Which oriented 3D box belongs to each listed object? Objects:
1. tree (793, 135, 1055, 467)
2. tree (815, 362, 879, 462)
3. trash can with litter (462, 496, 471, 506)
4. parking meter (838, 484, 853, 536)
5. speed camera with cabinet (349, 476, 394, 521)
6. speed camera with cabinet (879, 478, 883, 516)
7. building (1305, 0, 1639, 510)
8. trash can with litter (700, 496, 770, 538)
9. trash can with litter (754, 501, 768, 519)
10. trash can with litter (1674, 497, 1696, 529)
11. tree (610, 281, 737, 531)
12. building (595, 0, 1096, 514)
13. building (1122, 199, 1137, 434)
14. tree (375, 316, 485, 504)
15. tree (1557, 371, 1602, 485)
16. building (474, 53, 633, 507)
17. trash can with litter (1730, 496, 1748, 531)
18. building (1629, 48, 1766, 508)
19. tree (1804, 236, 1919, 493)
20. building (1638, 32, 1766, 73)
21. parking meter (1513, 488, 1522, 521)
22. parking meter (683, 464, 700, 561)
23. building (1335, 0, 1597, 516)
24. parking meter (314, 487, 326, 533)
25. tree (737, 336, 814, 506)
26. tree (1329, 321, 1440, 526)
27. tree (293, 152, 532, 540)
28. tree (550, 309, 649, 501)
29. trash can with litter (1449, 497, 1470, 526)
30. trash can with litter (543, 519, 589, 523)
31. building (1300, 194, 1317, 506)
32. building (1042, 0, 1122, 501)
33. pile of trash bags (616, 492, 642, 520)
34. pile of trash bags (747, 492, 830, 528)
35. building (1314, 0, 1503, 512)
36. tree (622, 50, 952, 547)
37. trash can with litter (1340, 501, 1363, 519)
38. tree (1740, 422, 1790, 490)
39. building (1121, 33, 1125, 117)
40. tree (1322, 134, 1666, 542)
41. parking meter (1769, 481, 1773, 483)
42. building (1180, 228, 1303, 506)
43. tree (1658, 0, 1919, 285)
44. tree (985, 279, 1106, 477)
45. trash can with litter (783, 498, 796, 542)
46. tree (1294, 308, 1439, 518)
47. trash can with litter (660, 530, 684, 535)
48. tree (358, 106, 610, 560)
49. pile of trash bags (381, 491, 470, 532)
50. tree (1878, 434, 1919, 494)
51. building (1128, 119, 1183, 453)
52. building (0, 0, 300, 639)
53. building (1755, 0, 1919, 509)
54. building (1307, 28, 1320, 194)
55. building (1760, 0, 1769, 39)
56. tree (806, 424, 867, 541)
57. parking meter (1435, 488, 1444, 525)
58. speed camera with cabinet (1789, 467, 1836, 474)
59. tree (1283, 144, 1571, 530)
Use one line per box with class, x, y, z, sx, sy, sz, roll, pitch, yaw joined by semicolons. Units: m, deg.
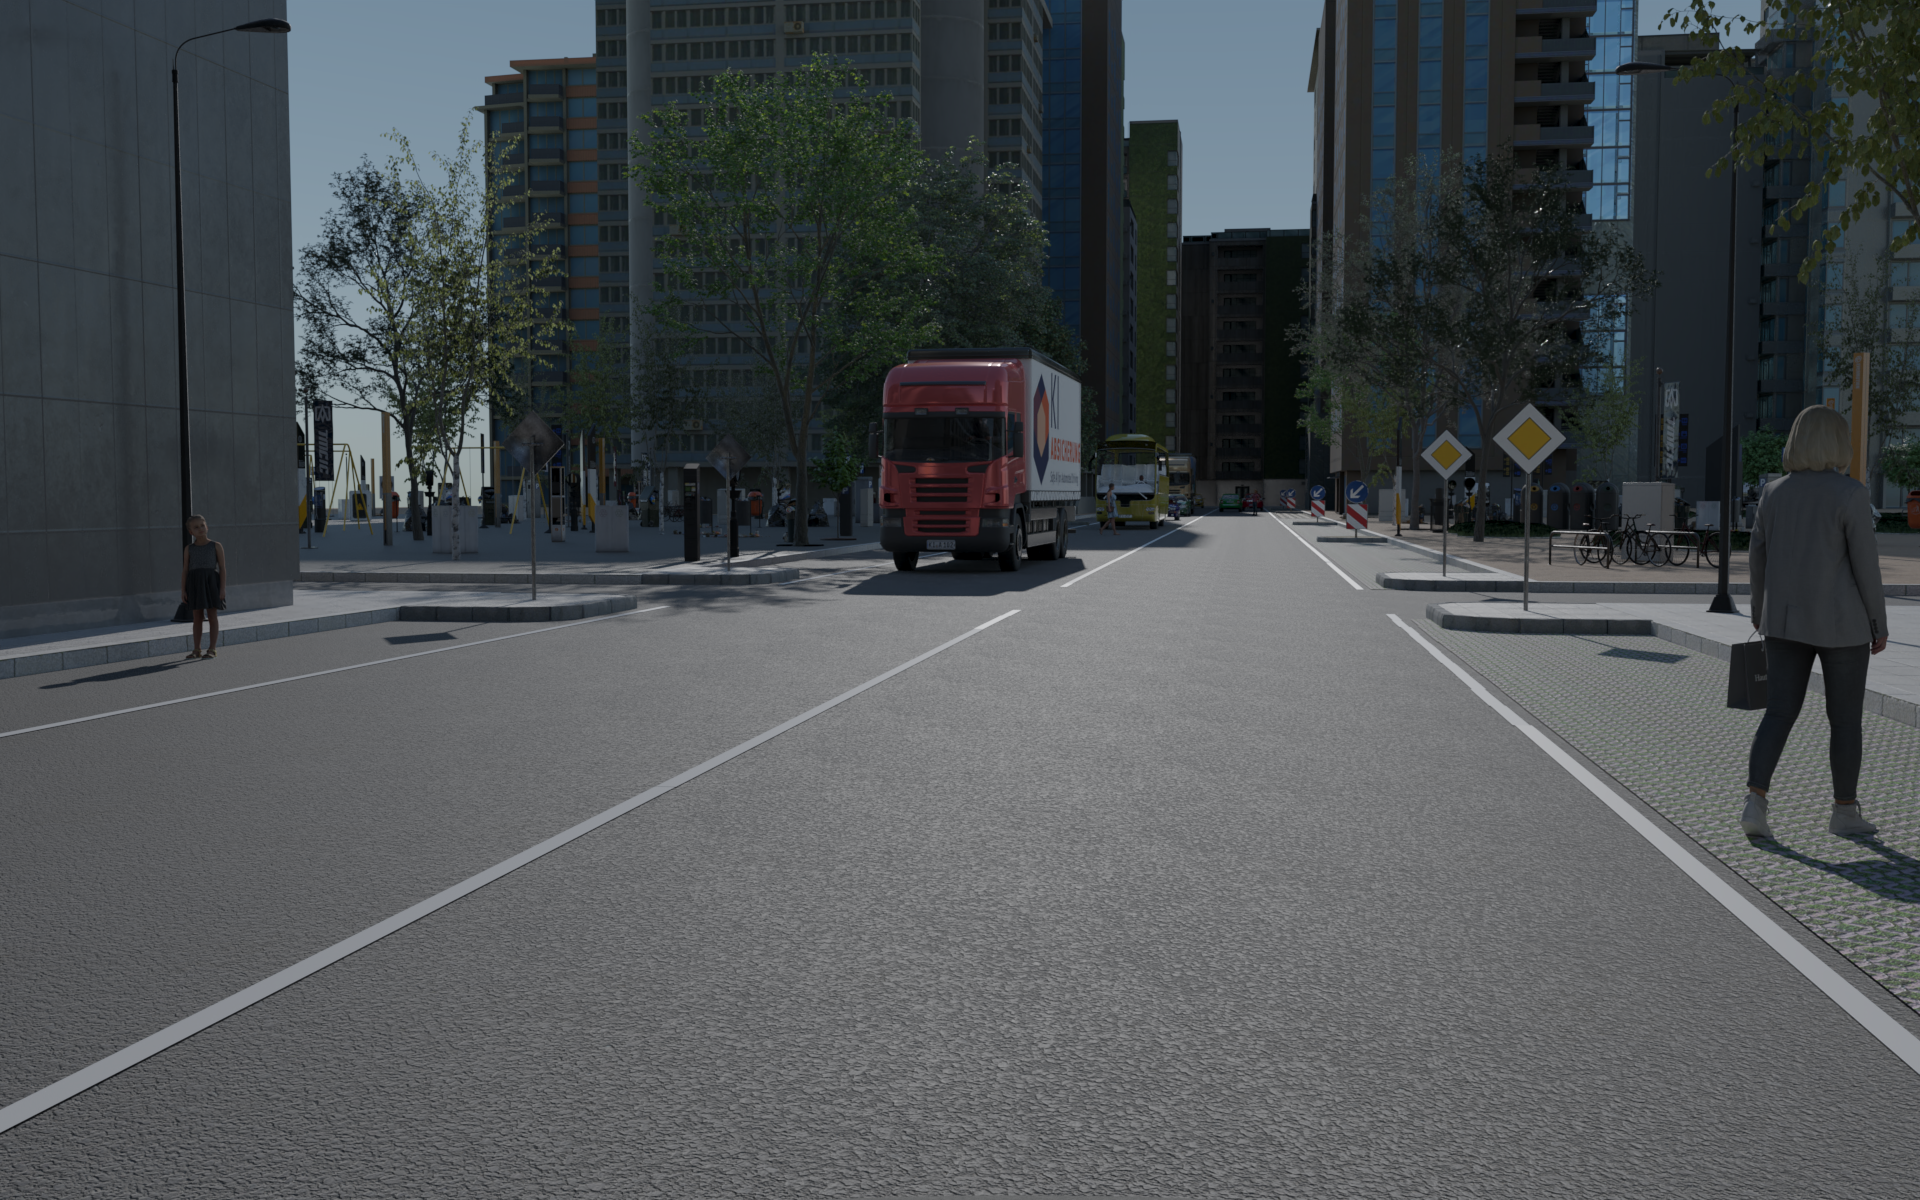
tree;-1.262;-9.516;62.244;9.857;13.997;8.962;0;3;0
tree;-5.755;-8.589;90.796;4.737;8.622;4.395;0;3;0
trash can with litter;-25.968;-4.805;89.621;2.233;1.210;1.678;-2;4;-34
parking meter;-3.490;-2.880;52.795;0.399;1.863;0.255;0;4;8
speed camera with cabinet;-28.065;-5.398;82.589;2.038;3.252;0.660;-1;4;-22
speed camera with cabinet;-3.696;-6.249;96.499;0.660;3.252;2.038;-3;5;-40
building;38.101;-49.931;129.048;22.319;86.520;31.000;1;4;9
trash can with litter;-6.847;-2.476;51.532;2.233;1.210;1.678;0;4;3
trash can with litter;-10.092;-4.734;88.785;1.055;1.170;0.624;1;4;12
trash can with litter;26.835;-3.214;63.928;1.055;1.170;0.624;0;4;-4
tree;-10.423;-6.740;60.556;4.360;8.622;3.978;0;3;0
building;-7.349;-26.015;117.233;32.217;40.220;23.993;1;4;9
building;10.429;-24.519;172.593;14.107;30.474;14.160;1;4;9
tree;-20.305;-7.145;67.190;4.737;8.622;4.395;0;3;0
tree;31.913;-8.270;85.574;4.737;8.622;4.395;0;3;0
building;-31.905;-31.800;174.559;28.867;44.769;22.147;1;4;9
trash can with litter;25.964;-2.845;57.575;1.678;1.210;2.233;2;4;35
building;65.959;-29.314;162.876;14.086;41.232;14.154;1;4;9
tree;26.242;-6.061;49.463;4.360;8.622;3.978;0;3;0
building;76.718;-34.424;186.534;21.600;48.544;21.300;1;4;9
parking meter;23.332;-3.916;72.443;0.372;1.533;0.369;0;3;0
parking meter;-5.118;-1.673;33.058;0.255;1.863;0.399;0;4;1
building;30.667;-27.991;107.757;14.600;45.320;14.200;1;4;9
parking meter;-21.403;-3.028;57.912;0.372;1.533;0.369;0;3;0
tree;-8.674;-7.825;78.298;4.360;8.622;3.978;0;3;0
tree;17.507;-7.349;70.521;4.737;8.622;4.395;0;3;0
tree;-15.391;-6.941;47.897;7.601;10.594;8.767;0;4;7
tree;-14.634;-7.304;69.786;4.737;8.622;4.395;0;3;0
trash can with litter;17.920;-3.144;62.795;1.055;1.170;0.624;1;4;14
trash can with litter;-17.823;-4.113;78.298;2.233;1.210;1.678;1;4;15
building;40.779;-24.208;167.500;14.160;30.474;14.107;1;4;9
building;5.043;-29.617;134.350;14.600;45.320;14.200;1;4;9
pile of trash bags;-16.300;-4.706;86.703;1.912;1.369;3.447;-1;4;-17
pile of trash bags;-6.838;-3.523;67.352;1.912;1.369;3.447;3;5;44
building;38.772;-30.761;153.059;14.600;45.320;14.200;1;4;9
tree;-4.003;-7.115;42.079;9.928;11.665;9.643;0;3;0
trash can with litter;19.778;-4.661;87.600;1.055;1.170;0.624;0;4;-7
tree;36.966;-5.860;79.530;4.285;4.588;4.351;0;3;0
building;6.528;-28.437;148.538;14.154;41.232;14.086;1;4;9
tree;13.889;-6.826;46.014;8.767;10.594;7.601;1;4;11
parking meter;15.862;-1.539;33.577;0.372;1.533;0.369;0;3;0
building;31.421;-25.652;191.118;14.107;30.474;14.160;1;4;9
tree;7.153;-3.774;12.063;4.737;8.622;4.395;0;3;0
tree;3.345;-10.656;91.240;9.611;12.733;9.660;0;3;0
trash can with litter;-4.473;-2.118;46.013;0.624;1.170;1.055;-2;4;-24
tree;21.957;-10.264;93.578;9.928;11.665;9.643;0;3;0
trash can with litter;-8.424;-2.690;55.035;2.233;1.210;1.678;1;4;17
tree;-9.793;-5.106;33.840;4.360;8.622;3.978;0;3;0
pile of trash bags;-18.455;-3.051;59.638;1.912;1.369;3.447;2;4;30
tree;51.395;-6.718;93.560;4.285;4.588;4.351;0;3;0
building;17.562;-31.179;193.376;14.086;41.232;14.154;1;4;9
building;-23.258;-12.069;16.400;30.058;24.678;14.314;1;4;9
building;87.880;-32.710;154.411;30.456;49.044;23.786;1;4;9
building;53.107;-36.993;194.069;27.495;52.752;28.713;1;4;9
building;97.533;-45.511;182.358;20.611;71.187;20.563;1;4;9
tree;-3.535;-3.278;48.203;1.663;3.219;1.824;0;3;0
parking meter;19.868;-3.873;71.729;0.372;1.533;0.369;0;3;0
speed camera with cabinet;34.019;-4.568;69.019;0.660;3.252;2.038;-2;4;-24
tree;16.258;-9.224;61.185;12.009;13.543;11.850;0;3;0
